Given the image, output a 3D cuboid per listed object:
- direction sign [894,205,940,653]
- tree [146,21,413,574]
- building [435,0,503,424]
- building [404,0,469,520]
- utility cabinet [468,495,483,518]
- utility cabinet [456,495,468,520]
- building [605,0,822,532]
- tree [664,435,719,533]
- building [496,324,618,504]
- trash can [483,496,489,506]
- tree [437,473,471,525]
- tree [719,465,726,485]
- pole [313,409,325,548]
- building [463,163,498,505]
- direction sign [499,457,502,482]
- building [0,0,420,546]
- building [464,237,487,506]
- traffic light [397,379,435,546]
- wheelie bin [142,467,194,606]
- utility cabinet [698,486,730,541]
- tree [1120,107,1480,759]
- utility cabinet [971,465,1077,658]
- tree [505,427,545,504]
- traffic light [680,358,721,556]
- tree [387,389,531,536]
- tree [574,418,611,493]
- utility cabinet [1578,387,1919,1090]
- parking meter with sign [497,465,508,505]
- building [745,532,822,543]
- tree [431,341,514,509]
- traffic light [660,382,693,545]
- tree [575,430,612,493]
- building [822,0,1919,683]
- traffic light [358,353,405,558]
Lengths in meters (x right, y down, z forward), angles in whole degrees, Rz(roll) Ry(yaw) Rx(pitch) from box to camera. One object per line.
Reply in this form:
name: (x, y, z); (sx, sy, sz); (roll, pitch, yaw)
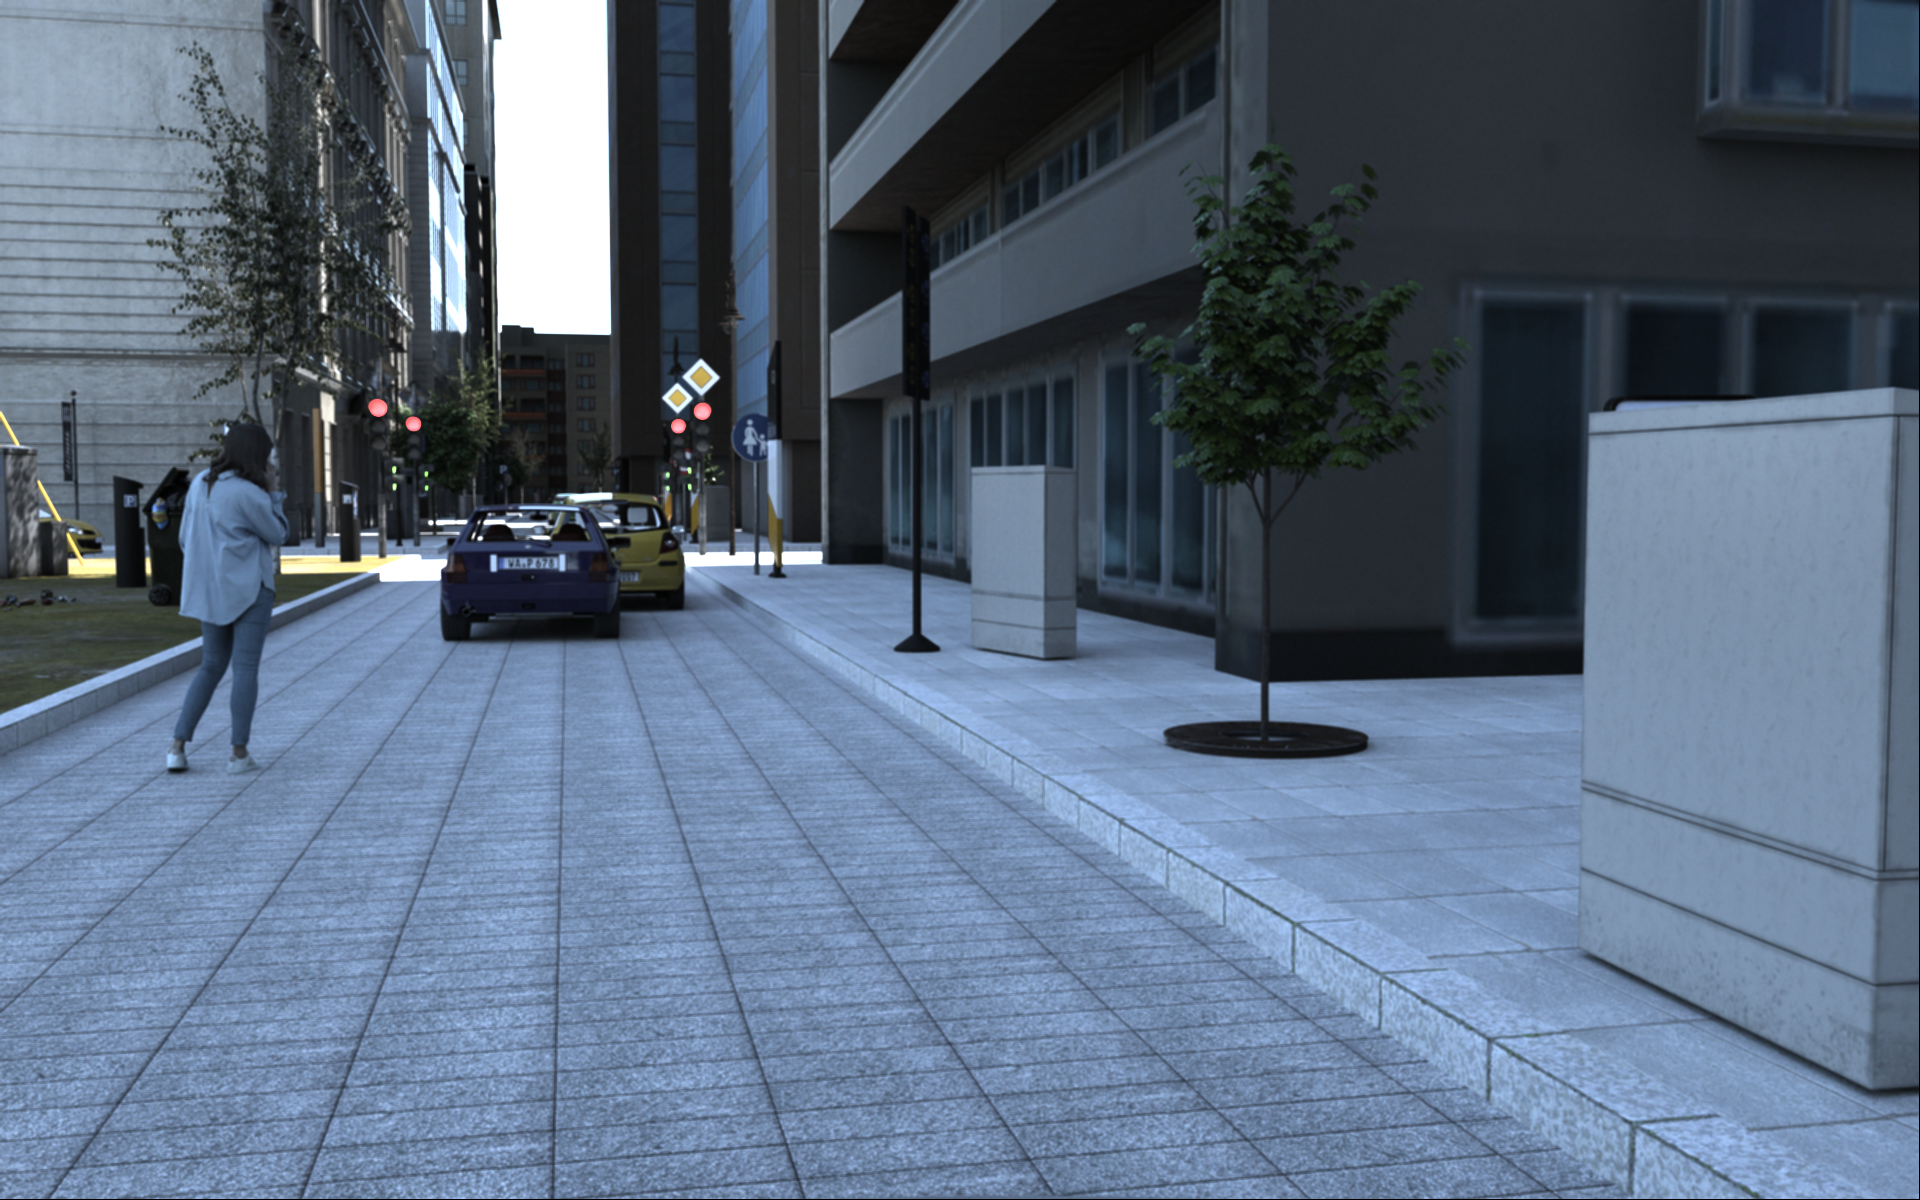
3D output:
direction sign: (-0.352, -1.351, 14.083); (0.379, 3.537, 0.876); (1, 4, 11)
tree: (-10.980, -4.734, 27.770); (4.360, 8.622, 3.978); (0, 3, 0)
building: (-59.121, -35.491, 169.518); (27.495, 52.752, 28.713); (-1, 4, -13)
building: (-34.702, -19.655, 98.859); (11.434, 29.767, 29.804); (-1, 4, -13)
utility cabinet: (-25.726, -4.916, 91.531); (1.020, 1.237, 0.306); (1, 4, 12)
utility cabinet: (-25.195, -4.662, 87.386); (0.306, 1.237, 1.020); (-2, 4, -26)
building: (-7.193, -25.703, 70.353); (14.600, 45.320, 14.200); (-1, 4, -13)
tree: (-8.974, -3.825, 57.137); (1.663, 3.219, 1.824); (0, 3, 0)
building: (-53.713, -22.425, 211.685); (28.899, 21.520, 27.650); (-1, 4, -13)
trash can: (-29.808, -5.905, 108.207); (0.748, 1.137, 0.748); (0, 3, 0)
tree: (-20.945, -4.697, 71.397); (1.663, 3.219, 1.824); (0, 3, 0)
tree: (-8.876, -3.975, 59.592); (1.663, 3.219, 1.824); (0, 3, 0)
pole: (-15.325, -2.908, 41.382); (0.158, 3.312, 0.155); (0, 3, 0)
building: (-47.672, -23.108, 149.515); (14.160, 30.474, 14.107); (-1, 4, -13)
direction sign: (-28.190, -6.992, 106.311); (0.379, 3.537, 0.876); (-1, 4, -23)
building: (-29.741, -17.476, 62.147); (17.030, 29.872, 44.131); (-1, 4, -13)
building: (-49.642, -17.214, 126.484); (27.650, 21.520, 28.899); (-1, 4, -13)
traffic light: (-13.287, -3.266, 42.316); (0.839, 4.253, 0.868); (-1, 4, -13)
wheelie bin: (-9.058, -0.750, 20.171); (0.693, 1.594, 0.980); (-1, 4, -10)
utility cabinet: (-6.657, -2.319, 46.600); (0.318, 1.500, 1.173); (2, 4, 30)
tree: (1.462, -0.863, 8.714); (1.663, 3.219, 1.824); (0, 3, 0)
utility cabinet: (0.507, -0.316, 13.838); (0.318, 1.500, 1.173); (-2, 4, -28)
tree: (-48.067, -14.713, 190.912); (4.360, 8.622, 3.978); (0, 3, 0)
traffic light: (-5.375, -2.875, 35.927); (0.839, 4.253, 0.868); (-1, 4, -13)
tree: (-16.425, -4.306, 54.115); (4.285, 4.588, 4.351); (0, 3, 0)
tree: (-34.742, -13.240, 166.831); (4.737, 8.622, 4.395); (0, 3, 0)
utility cabinet: (1.976, 0.273, 4.223); (0.318, 1.500, 1.173); (-1, 4, -10)
parking meter with sign: (-27.605, -6.614, 104.396); (0.543, 3.016, 1.738); (-1, 4, -22)
building: (0.697, -24.574, 51.900); (14.200, 45.320, 14.600); (-1, 4, -13)
tree: (-23.564, -8.151, 83.626); (4.737, 8.622, 4.395); (0, 3, 0)
traffic light: (-7.134, -3.351, 43.717); (0.839, 4.253, 0.868); (-1, 4, -13)
tree: (-40.345, -14.837, 192.954); (4.360, 8.622, 3.978); (0, 3, 0)
building: (10.127, -24.413, 22.859); (21.300, 48.544, 21.600); (-1, 4, -13)
traffic light: (-11.528, -2.789, 34.526); (0.839, 4.253, 0.868); (-1, 4, -13)
